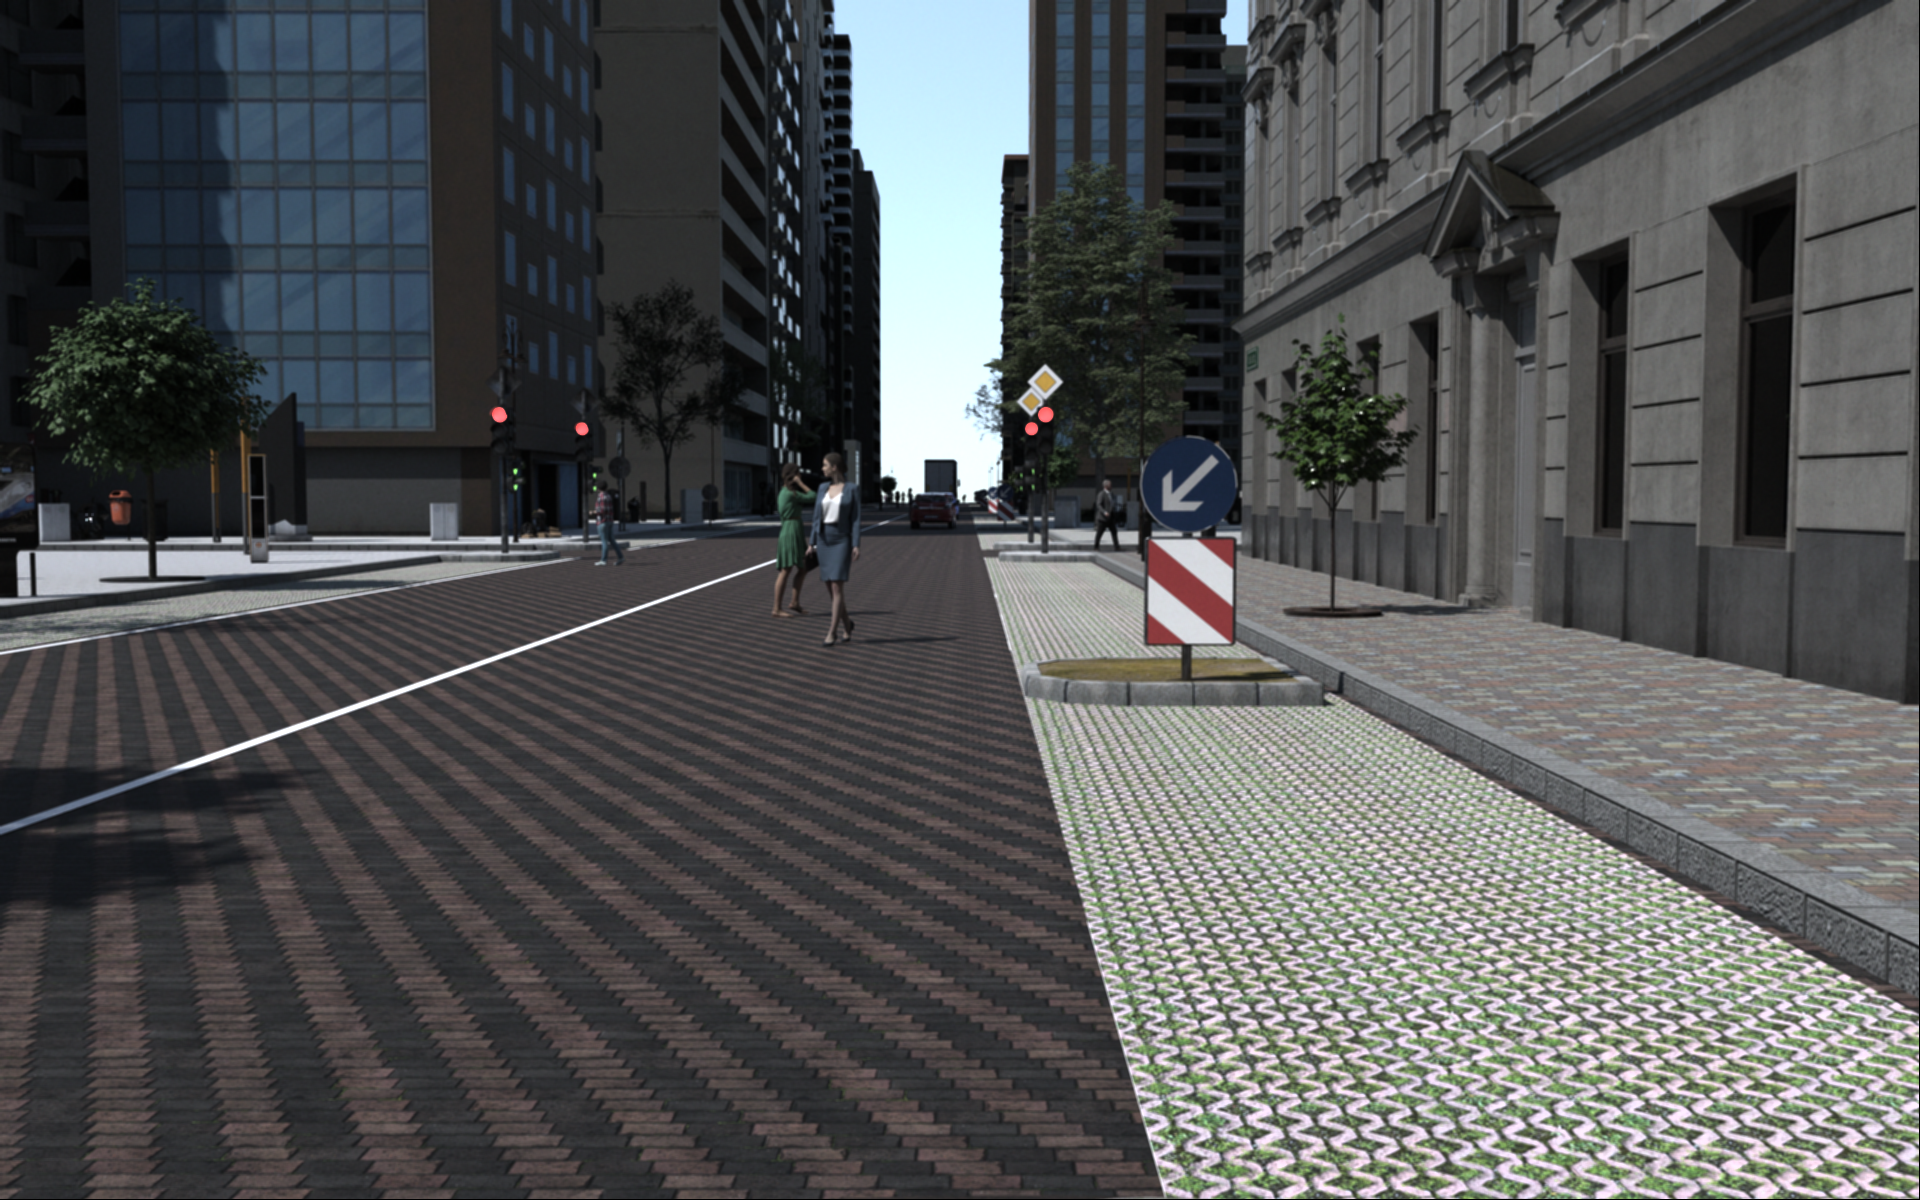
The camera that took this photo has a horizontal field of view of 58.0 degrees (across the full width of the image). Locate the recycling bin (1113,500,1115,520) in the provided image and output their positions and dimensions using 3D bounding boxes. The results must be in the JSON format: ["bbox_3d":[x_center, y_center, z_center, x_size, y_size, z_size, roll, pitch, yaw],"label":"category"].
[{"bbox_3d":[6.306,-3.809,74.826,0.722,1.027,0.722,0,4,7],"label":"recycling bin"}]

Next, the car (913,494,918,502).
[{"bbox_3d":[-4.930,-12.987,221.126,1.959,1.807,4.718,0,4,2],"label":"car"}]

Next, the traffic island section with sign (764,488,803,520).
[{"bbox_3d":[-9.686,-5.308,95.409,1.989,1.847,2.006,0,4,0],"label":"traffic island section with sign"}]

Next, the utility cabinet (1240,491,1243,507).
[{"bbox_3d":[19.510,-6.732,118.747,0.318,1.500,1.173,2,4,31],"label":"utility cabinet"}]

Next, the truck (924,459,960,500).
[{"bbox_3d":[-1.526,-9.603,145.915,2.839,4.237,11.283,0,4,1],"label":"truck"}]

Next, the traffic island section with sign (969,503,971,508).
[{"bbox_3d":[1.905,-8.375,145.560,1.989,1.847,2.006,0,4,0],"label":"traffic island section with sign"}]

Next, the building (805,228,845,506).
[{"bbox_3d":[-19.944,-25.381,186.677,14.160,30.474,14.107,0,4,0],"label":"building"}]

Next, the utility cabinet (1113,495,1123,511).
[{"bbox_3d":[10.530,-6.381,115.494,0.306,1.237,1.020,2,4,27],"label":"utility cabinet"}]

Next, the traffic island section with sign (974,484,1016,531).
[{"bbox_3d":[1.630,-3.577,67.119,1.989,1.847,2.006,0,4,0],"label":"traffic island section with sign"}]

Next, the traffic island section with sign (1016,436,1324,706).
[{"bbox_3d":[1.454,-0.240,12.555,1.989,1.847,2.006,0,4,0],"label":"traffic island section with sign"}]

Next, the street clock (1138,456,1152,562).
[{"bbox_3d":[3.557,-1.736,32.948,0.358,2.002,0.471,0,4,2],"label":"street clock"}]

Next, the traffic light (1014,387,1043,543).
[{"bbox_3d":[1.846,-3.454,45.390,0.839,4.253,0.868,0,4,0],"label":"traffic light"}]

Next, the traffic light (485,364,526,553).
[{"bbox_3d":[-9.843,-2.967,37.429,0.839,4.253,0.868,0,4,0],"label":"traffic light"}]

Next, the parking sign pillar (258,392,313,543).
[{"bbox_3d":[-18.168,-3.546,46.447,1.447,3.967,1.447,2,4,27],"label":"parking sign pillar"}]

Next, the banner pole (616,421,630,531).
[{"bbox_3d":[-11.583,-4.231,59.201,0.401,3.779,0.863,1,4,9],"label":"banner pole"}]

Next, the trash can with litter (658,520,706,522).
[{"bbox_3d":[-12.775,-4.207,79.847,2.233,1.210,1.678,1,4,10],"label":"trash can with litter"}]

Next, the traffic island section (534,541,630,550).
[{"bbox_3d":[-9.856,-1.423,45.549,2.009,0.180,2.903,0,4,0],"label":"traffic island section"}]

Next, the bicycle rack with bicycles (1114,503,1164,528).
[{"bbox_3d":[6.730,-3.225,66.106,2.852,0.926,2.925,3,5,45],"label":"bicycle rack with bicycles"}]

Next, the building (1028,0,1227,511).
[{"bbox_3d":[12.480,-29.645,134.813,14.600,45.320,14.200,0,4,0],"label":"building"}]

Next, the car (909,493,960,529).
[{"bbox_3d":[-1.099,-3.897,72.754,2.155,1.783,4.494,0,4,2],"label":"car"}]

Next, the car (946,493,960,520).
[{"bbox_3d":[-0.952,-5.438,98.508,1.945,1.707,3.694,0,4,-2],"label":"car"}]

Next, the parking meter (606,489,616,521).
[{"bbox_3d":[-16.642,-4.504,82.048,0.372,1.533,0.369,0,3,0],"label":"parking meter"}]

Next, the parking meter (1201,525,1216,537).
[{"bbox_3d":[6.987,-2.625,48.628,0.399,1.863,0.255,-3,4,-37],"label":"parking meter"}]

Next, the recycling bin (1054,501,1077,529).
[{"bbox_3d":[3.935,-3.185,64.625,0.722,1.027,0.722,1,4,14],"label":"recycling bin"}]

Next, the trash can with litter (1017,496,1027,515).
[{"bbox_3d":[3.812,-5.811,106.391,0.624,1.170,1.055,0,4,2],"label":"trash can with litter"}]

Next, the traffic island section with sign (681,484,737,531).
[{"bbox_3d":[-9.782,-3.617,67.771,1.989,1.847,2.006,0,4,0],"label":"traffic island section with sign"}]

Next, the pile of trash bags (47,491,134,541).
[{"bbox_3d":[-24.358,-2.341,48.028,3.447,1.369,1.912,1,4,18],"label":"pile of trash bags"}]

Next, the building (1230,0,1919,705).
[{"bbox_3d":[13.681,-14.521,13.840,17.030,29.872,44.131,0,4,0],"label":"building"}]

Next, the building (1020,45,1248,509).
[{"bbox_3d":[21.651,-28.286,154.354,32.217,40.220,23.993,0,4,0],"label":"building"}]

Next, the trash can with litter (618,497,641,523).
[{"bbox_3d":[-14.630,-3.989,76.601,1.055,1.170,0.624,2,4,24],"label":"trash can with litter"}]

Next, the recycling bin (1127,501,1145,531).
[{"bbox_3d":[6.282,-2.976,61.210,0.722,1.027,0.722,1,4,10],"label":"recycling bin"}]

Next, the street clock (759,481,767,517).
[{"bbox_3d":[-11.246,-5.763,98.803,0.358,2.002,0.471,2,4,29],"label":"street clock"}]

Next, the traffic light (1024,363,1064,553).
[{"bbox_3d":[1.818,-2.965,37.405,0.839,4.253,0.868,0,4,0],"label":"traffic light"}]

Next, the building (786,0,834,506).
[{"bbox_3d":[-27.024,-35.154,164.009,28.713,52.752,27.495,0,4,0],"label":"building"}]

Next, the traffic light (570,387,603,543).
[{"bbox_3d":[-9.816,-3.455,45.414,0.839,4.253,0.868,0,4,0],"label":"traffic light"}]

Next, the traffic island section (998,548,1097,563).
[{"bbox_3d":[1.858,-0.932,37.518,2.009,0.180,2.903,0,4,0],"label":"traffic island section"}]

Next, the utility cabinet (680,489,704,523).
[{"bbox_3d":[-11.749,-4.115,75.961,0.318,1.500,1.173,2,4,34],"label":"utility cabinet"}]

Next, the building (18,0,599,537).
[{"bbox_3d":[-20.630,-24.917,57.503,14.600,45.320,14.200,0,4,0],"label":"building"}]

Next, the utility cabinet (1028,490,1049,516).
[{"bbox_3d":[4.518,-5.581,99.932,1.173,1.500,0.318,1,4,18],"label":"utility cabinet"}]

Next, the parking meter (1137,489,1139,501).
[{"bbox_3d":[8.605,-4.524,82.384,0.372,1.533,0.369,0,3,0],"label":"parking meter"}]

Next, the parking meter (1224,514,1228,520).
[{"bbox_3d":[13.026,-4.633,84.166,0.372,1.533,0.369,0,3,0],"label":"parking meter"}]

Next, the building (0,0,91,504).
[{"bbox_3d":[-36.255,-22.557,52.399,14.086,41.232,14.154,0,4,0],"label":"building"}]

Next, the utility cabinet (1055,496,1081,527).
[{"bbox_3d":[4.238,-3.480,68.062,1.020,1.237,0.306,2,4,34],"label":"utility cabinet"}]

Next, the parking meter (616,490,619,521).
[{"bbox_3d":[-16.360,-4.530,82.469,0.372,1.533,0.369,0,3,0],"label":"parking meter"}]

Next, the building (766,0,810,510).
[{"bbox_3d":[-24.425,-31.532,135.155,23.786,49.044,30.456,0,4,0],"label":"building"}]

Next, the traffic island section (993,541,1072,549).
[{"bbox_3d":[1.886,-1.420,45.503,2.009,0.180,2.903,0,4,0],"label":"traffic island section"}]

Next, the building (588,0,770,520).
[{"bbox_3d":[-22.438,-28.834,95.130,21.300,48.544,21.600,0,4,0],"label":"building"}]

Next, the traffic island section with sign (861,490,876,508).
[{"bbox_3d":[-9.409,-10.001,172.151,1.989,1.847,2.006,0,4,0],"label":"traffic island section with sign"}]

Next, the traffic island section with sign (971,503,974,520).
[{"bbox_3d":[1.729,-5.265,94.710,1.989,1.847,2.006,0,4,0],"label":"traffic island section with sign"}]

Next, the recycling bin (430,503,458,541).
[{"bbox_3d":[-14.235,-2.156,47.804,0.722,1.027,0.722,-1,4,-17],"label":"recycling bin"}]

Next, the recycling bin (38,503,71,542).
[{"bbox_3d":[-24.337,-2.073,46.440,0.722,1.027,0.722,-3,5,-40],"label":"recycling bin"}]

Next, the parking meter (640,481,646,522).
[{"bbox_3d":[-14.712,-4.569,80.418,0.255,1.863,0.399,0,4,-6],"label":"parking meter"}]

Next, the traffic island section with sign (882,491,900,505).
[{"bbox_3d":[-9.229,-13.364,227.133,1.989,1.847,2.006,0,4,0],"label":"traffic island section with sign"}]

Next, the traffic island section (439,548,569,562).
[{"bbox_3d":[-9.883,-0.935,37.564,2.009,0.180,2.903,0,4,0],"label":"traffic island section"}]
